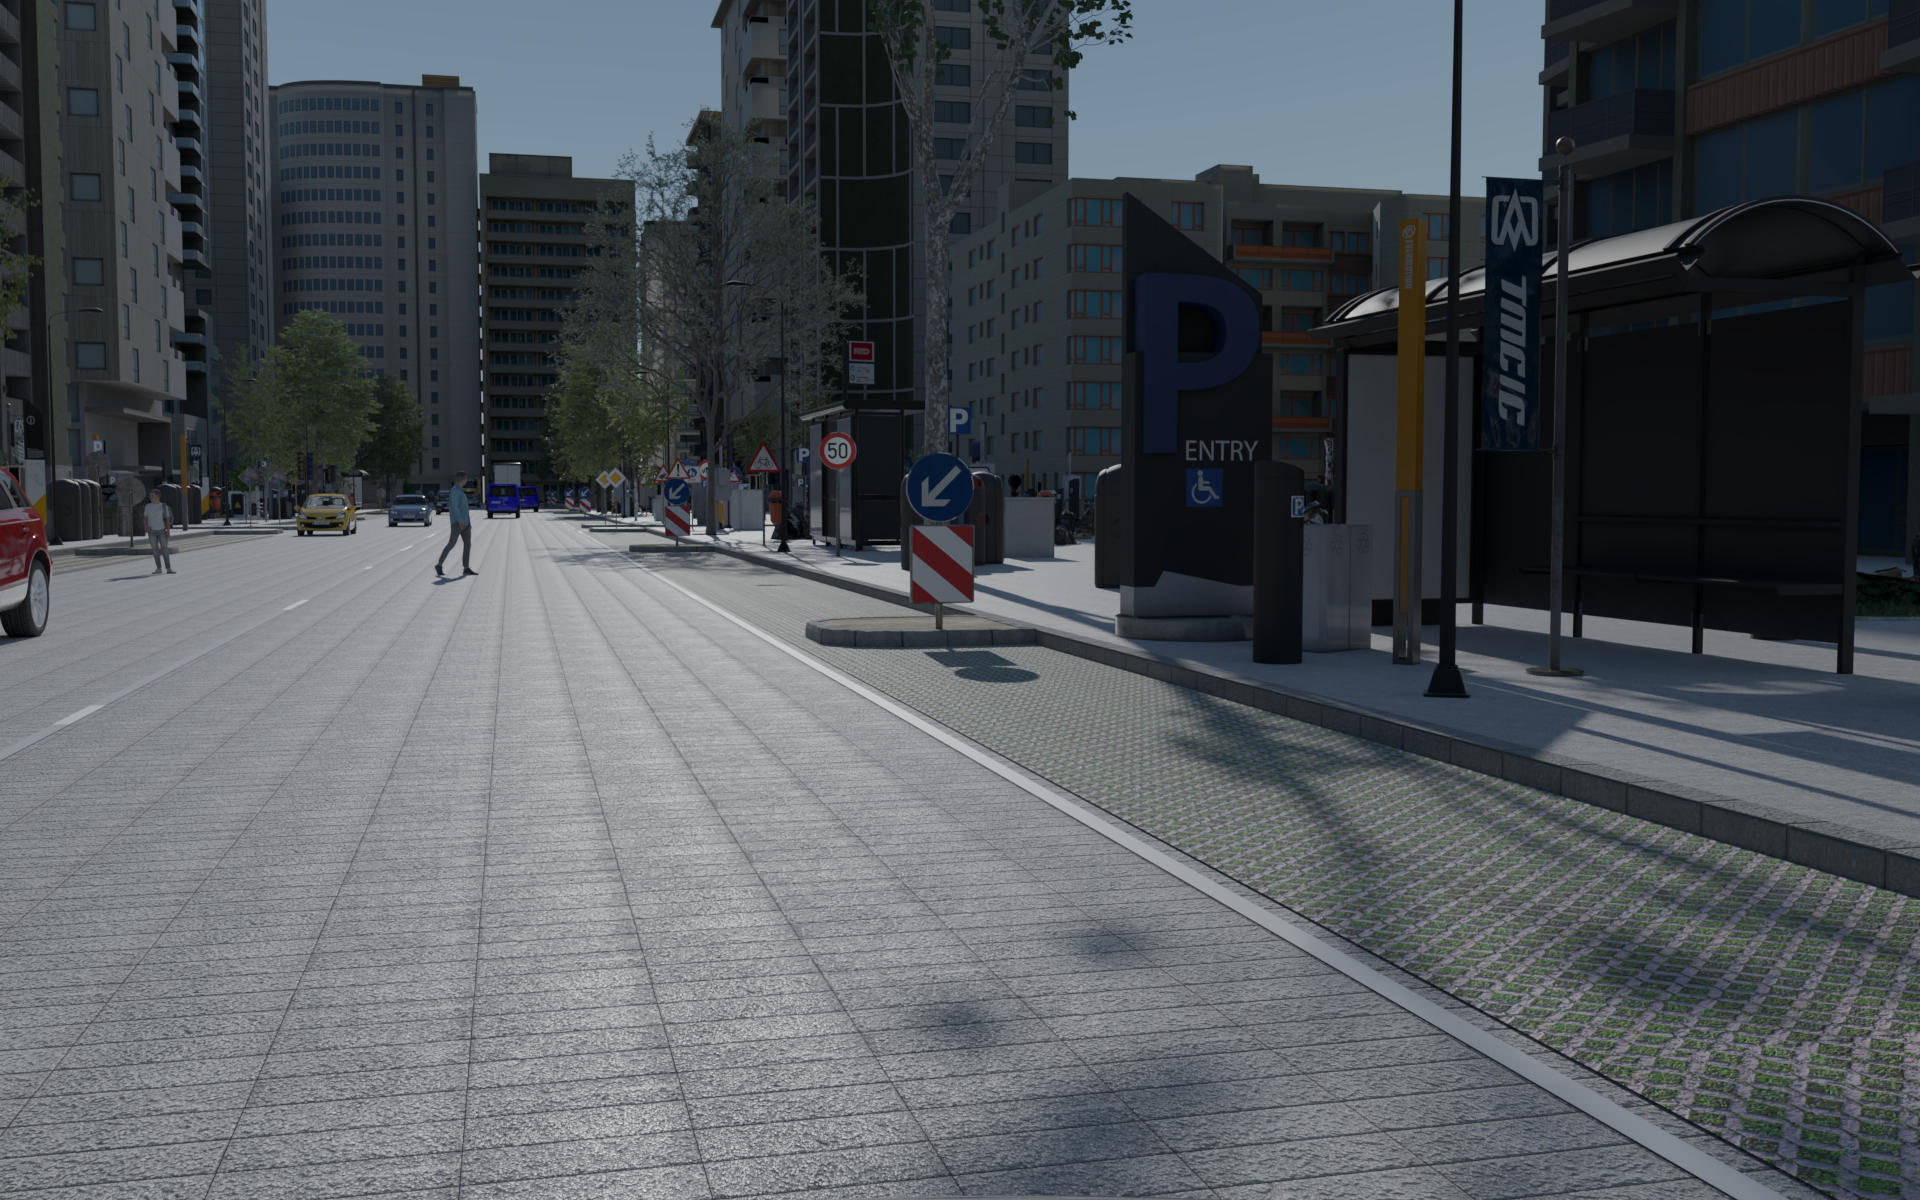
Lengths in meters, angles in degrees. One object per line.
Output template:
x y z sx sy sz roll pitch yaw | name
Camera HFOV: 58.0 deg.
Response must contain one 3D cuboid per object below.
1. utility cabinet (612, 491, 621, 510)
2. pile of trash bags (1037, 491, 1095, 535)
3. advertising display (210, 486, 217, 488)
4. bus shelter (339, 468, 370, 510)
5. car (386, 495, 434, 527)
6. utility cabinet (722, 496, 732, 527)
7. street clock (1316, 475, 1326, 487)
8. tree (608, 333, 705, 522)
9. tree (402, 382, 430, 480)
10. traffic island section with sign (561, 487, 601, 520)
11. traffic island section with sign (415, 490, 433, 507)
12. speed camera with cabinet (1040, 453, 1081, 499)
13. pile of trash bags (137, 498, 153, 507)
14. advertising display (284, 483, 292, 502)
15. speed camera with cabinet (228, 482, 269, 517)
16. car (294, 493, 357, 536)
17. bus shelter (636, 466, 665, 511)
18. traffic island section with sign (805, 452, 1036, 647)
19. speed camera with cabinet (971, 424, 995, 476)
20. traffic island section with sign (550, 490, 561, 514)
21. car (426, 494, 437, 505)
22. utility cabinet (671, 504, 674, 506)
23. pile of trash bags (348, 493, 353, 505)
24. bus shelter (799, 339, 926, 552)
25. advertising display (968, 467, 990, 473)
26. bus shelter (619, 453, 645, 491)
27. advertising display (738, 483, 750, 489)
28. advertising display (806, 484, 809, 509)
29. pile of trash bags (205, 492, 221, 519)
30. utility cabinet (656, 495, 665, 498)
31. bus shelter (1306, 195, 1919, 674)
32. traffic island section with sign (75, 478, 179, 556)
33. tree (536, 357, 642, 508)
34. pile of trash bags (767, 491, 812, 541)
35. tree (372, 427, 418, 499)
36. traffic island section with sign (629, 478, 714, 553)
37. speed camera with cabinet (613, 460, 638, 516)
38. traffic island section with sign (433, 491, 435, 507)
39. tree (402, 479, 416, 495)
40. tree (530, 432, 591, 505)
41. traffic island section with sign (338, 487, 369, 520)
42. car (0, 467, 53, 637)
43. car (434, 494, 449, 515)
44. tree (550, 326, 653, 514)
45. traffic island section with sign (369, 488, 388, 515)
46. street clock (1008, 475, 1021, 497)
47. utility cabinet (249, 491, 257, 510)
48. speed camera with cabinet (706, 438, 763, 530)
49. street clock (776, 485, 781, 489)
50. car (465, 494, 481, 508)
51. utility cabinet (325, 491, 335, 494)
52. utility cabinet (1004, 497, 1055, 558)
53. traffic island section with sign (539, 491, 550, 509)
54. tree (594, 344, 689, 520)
-23.592 -6.836 120.449 1.173 1.500 0.318 -3 4 -36 | utility cabinet
4.088 -2.724 54.287 3.447 1.369 1.912 0 4 0 | pile of trash bags
-58.912 -8.049 136.817 0.123 1.923 0.974 0 4 2 | advertising display
-48.556 -8.874 139.011 2.014 3.302 5.546 -1 4 -15 | bus shelter
-24.574 -4.004 77.465 2.014 1.417 4.499 -1 4 -15 | car
-9.772 -3.908 75.065 1.020 1.237 0.306 0 4 -7 | utility cabinet
13.637 -3.713 65.285 0.358 2.002 0.471 -1 4 -16 | street clock
-13.769 -7.844 78.618 4.737 8.622 4.395 0 3 0 | tree
-53.168 -14.915 161.988 7.486 12.596 7.792 0 3 0 | tree
-21.287 -5.445 97.647 1.989 1.847 2.006 -1 4 -14 | traffic island section with sign
-52.808 -9.822 169.218 1.989 1.847 2.006 -1 4 -14 | traffic island section with sign
4.778 -5.383 82.340 2.038 3.252 0.660 -2 4 -35 | speed camera with cabinet
-48.797 -5.750 103.766 3.447 1.369 1.912 0 4 -5 | pile of trash bags
-38.453 -5.698 98.377 0.974 1.923 0.123 0 4 0 | advertising display
-39.322 -6.201 95.721 2.038 3.252 0.660 -1 4 -18 | speed camera with cabinet
-22.175 -3.085 60.671 2.015 1.641 3.980 -1 4 -14 | car
-22.618 -8.150 127.171 2.014 3.302 5.546 -1 4 -15 | bus shelter
-0.475 -0.516 17.066 1.989 1.847 2.006 -1 4 -14 | traffic island section with sign
-0.048 -3.349 49.098 2.038 3.252 0.660 0 4 -2 | speed camera with cabinet
-28.161 -7.073 124.278 1.989 1.847 2.006 -1 4 -14 | traffic island section with sign
-62.297 -11.941 205.025 2.009 1.686 4.222 -1 4 -14 | car
-15.081 -5.049 91.226 0.318 1.500 1.173 0 4 -5 | utility cabinet
-46.477 -7.274 128.684 1.912 1.369 3.447 2 4 32 | pile of trash bags
-2.627 -3.982 42.735 2.179 5.291 8.768 -1 4 -14 | bus shelter
0.214 -2.172 40.731 0.974 1.923 0.123 0 4 -2 | advertising display
-26.365 -9.815 138.107 2.179 5.291 8.768 -1 4 -14 | bus shelter
-12.557 -5.903 101.721 0.974 1.923 0.123 0 4 7 | advertising display
-10.110 -6.439 110.497 0.974 1.923 0.123 1 4 14 | advertising display
-39.300 -4.865 89.294 1.912 1.369 3.447 1 4 12 | pile of trash bags
-17.730 -5.670 103.862 1.020 1.237 0.306 -1 4 -15 | utility cabinet
5.019 -1.255 14.445 2.014 3.302 5.546 -1 4 -14 | bus shelter
-19.715 -1.986 41.107 1.989 1.847 2.006 -1 4 -14 | traffic island section with sign
-32.733 -15.185 154.935 9.857 13.997 8.962 0 3 0 | tree
-4.530 -2.405 49.067 1.912 1.369 3.447 1 4 19 | pile of trash bags
-57.163 -13.604 172.788 4.737 8.622 4.395 0 3 0 | tree
-7.226 -2.112 43.165 1.989 1.847 2.006 -1 4 -14 | traffic island section with sign
-19.324 -6.467 100.064 0.660 3.252 2.038 1 4 16 | speed camera with cabinet
-59.615 -11.436 195.606 1.989 1.847 2.006 -1 4 -14 | traffic island section with sign
-62.968 -12.370 196.848 1.663 3.219 1.824 0 3 0 | tree
-46.262 -17.679 206.054 9.611 12.733 9.660 0 3 0 | tree
-33.410 -5.228 94.112 1.989 1.847 2.006 -1 4 -14 | traffic island section with sign
-9.887 -0.431 15.723 2.281 1.827 5.304 -1 4 -13 | car
-35.474 -6.756 120.247 2.009 1.686 4.222 -1 4 -14 | car
-23.206 -11.968 113.807 7.486 12.596 7.792 0 3 0 | tree
-40.217 -6.841 120.474 1.989 1.847 2.006 -1 4 -14 | traffic island section with sign
2.061 -3.708 65.193 0.471 2.002 0.358 -3 4 -36 | street clock
-47.722 -6.591 116.439 1.173 1.500 0.318 1 4 21 | utility cabinet
-8.055 -4.133 61.907 2.038 3.252 0.660 -3 5 -40 | speed camera with cabinet
-14.156 -8.015 135.607 0.358 2.002 0.471 2 4 31 | street clock
-50.999 -10.329 180.670 2.131 1.459 4.920 -1 4 -13 | car
-51.107 -8.036 140.067 1.173 1.500 0.318 -3 5 -43 | utility cabinet
1.387 -1.459 35.019 1.020 1.237 0.306 0 4 -4 | utility cabinet
-40.419 -9.975 171.711 1.989 1.847 2.006 -1 4 -14 | traffic island section with sign
-15.572 -8.188 84.237 4.360 8.622 3.978 0 3 0 | tree
